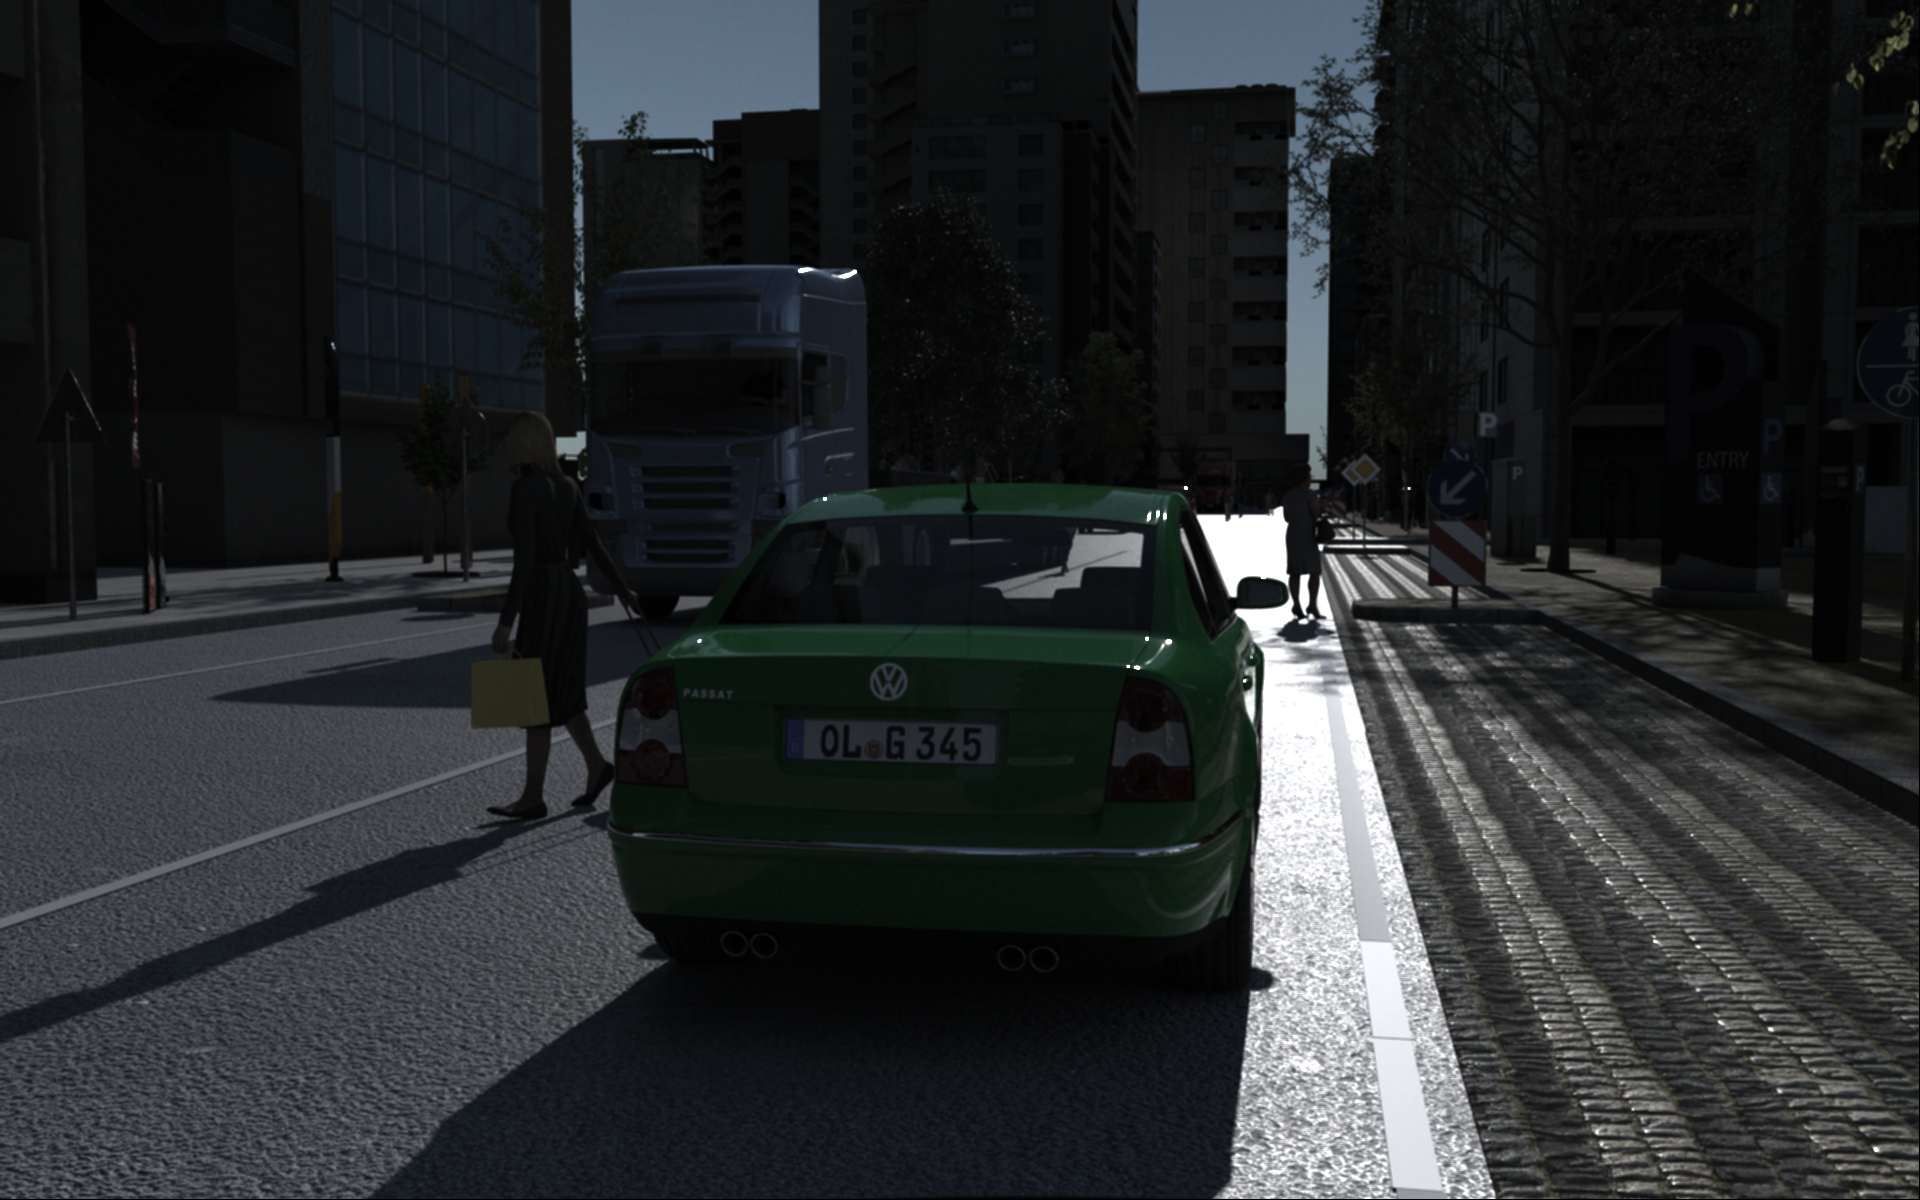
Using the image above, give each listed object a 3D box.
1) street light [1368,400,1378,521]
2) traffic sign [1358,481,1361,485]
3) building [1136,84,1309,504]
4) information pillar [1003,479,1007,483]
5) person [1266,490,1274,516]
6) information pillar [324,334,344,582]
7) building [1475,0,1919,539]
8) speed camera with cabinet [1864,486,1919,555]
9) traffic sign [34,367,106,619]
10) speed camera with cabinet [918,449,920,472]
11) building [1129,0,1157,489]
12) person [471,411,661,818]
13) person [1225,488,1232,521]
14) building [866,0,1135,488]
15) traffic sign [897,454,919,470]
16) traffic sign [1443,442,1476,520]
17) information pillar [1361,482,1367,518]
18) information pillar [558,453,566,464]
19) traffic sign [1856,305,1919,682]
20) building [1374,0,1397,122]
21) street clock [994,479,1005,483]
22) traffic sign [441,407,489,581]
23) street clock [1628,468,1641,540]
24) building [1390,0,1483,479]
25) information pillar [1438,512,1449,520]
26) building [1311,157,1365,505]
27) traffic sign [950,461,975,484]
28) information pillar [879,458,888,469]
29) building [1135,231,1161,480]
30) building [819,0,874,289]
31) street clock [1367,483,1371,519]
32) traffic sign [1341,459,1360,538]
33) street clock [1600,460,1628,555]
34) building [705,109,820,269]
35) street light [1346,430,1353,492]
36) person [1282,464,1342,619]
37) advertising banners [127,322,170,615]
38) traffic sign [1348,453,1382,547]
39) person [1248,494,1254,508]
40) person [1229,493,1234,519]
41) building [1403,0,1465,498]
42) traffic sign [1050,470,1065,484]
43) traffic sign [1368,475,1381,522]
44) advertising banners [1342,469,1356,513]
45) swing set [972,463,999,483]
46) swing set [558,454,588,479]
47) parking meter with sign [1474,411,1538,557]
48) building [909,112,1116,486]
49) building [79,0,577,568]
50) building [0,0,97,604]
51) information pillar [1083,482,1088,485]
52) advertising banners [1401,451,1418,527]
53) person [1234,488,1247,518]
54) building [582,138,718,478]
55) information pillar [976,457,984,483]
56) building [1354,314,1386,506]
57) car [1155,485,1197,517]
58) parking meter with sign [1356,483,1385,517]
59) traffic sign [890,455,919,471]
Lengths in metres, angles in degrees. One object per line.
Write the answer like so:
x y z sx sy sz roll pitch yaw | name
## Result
19.984 -6.787 83.752 0.468 5.910 1.993 1 4 11 | street light
23.581 -6.176 100.983 0.884 2.594 0.081 1 4 15 | traffic sign
31.476 -38.872 224.800 27.495 52.752 28.713 1 4 11 | building
2.115 -4.952 85.458 0.304 2.012 0.304 2 4 31 | information pillar
19.991 -6.260 111.858 0.512 1.701 0.522 -1 4 -18 | person
-9.155 -2.076 25.297 0.183 3.616 0.504 -2 4 -33 | information pillar
28.614 -37.738 55.265 20.611 71.187 20.563 1 4 11 | building
19.427 -2.612 37.038 0.660 3.252 2.038 -3 4 -38 | speed camera with cabinet
-9.129 -1.086 17.753 0.884 2.594 0.081 1 4 16 | traffic sign
-1.757 -5.065 77.152 0.660 3.252 2.038 1 4 18 | speed camera with cabinet
9.238 -44.938 172.995 20.563 71.187 20.611 1 4 11 | building
-1.567 0.045 7.986 1.509 1.804 0.699 -3 4 -38 | person
14.172 -5.045 91.528 0.362 1.759 0.519 1 4 20 | person
3.688 -32.361 152.803 21.300 48.544 21.600 1 4 11 | building
-1.680 -3.360 55.050 0.768 2.556 0.104 1 4 11 | traffic sign
12.132 -2.569 42.108 0.768 2.556 0.104 1 4 13 | traffic sign
21.832 -5.448 93.574 0.304 2.012 0.304 1 4 9 | information pillar
-22.512 -6.520 97.963 0.504 3.616 0.183 1 4 8 | information pillar
6.497 -0.715 11.795 0.768 2.556 0.104 1 4 19 | traffic sign
47.091 -30.275 149.624 22.147 44.769 28.867 1 4 11 | building
1.864 -4.725 81.824 0.471 2.002 0.358 -2 4 -25 | street clock
-7.264 -1.547 25.394 0.768 2.556 0.104 1 4 15 | traffic sign
18.713 -2.662 48.098 0.358 2.002 0.471 1 4 9 | street clock
39.779 -29.293 129.053 14.600 45.320 14.200 1 4 11 | building
14.240 -2.844 50.990 0.304 2.012 0.304 1 4 20 | information pillar
58.799 -34.346 216.179 28.867 44.769 22.147 1 4 11 | building
0.072 -2.978 52.325 0.795 2.450 0.064 1 4 11 | traffic sign
-3.230 -4.986 72.874 0.183 3.616 0.504 -3 5 -44 | information pillar
15.106 -25.751 192.733 14.107 30.474 14.160 1 4 11 | building
-2.858 -46.057 191.279 20.611 71.187 20.563 1 4 11 | building
20.773 -5.092 87.829 0.358 2.002 0.471 1 4 11 | street clock
11.400 -2.842 50.106 0.795 2.450 0.064 1 4 11 | traffic sign
13.721 -1.950 36.451 0.471 2.002 0.358 1 4 16 | street clock
-20.086 -33.575 199.063 14.200 45.320 14.600 1 4 11 | building
27.648 -9.186 122.984 0.468 5.910 1.993 1 4 11 | street light
4.061 -0.675 19.887 0.532 1.782 0.716 -3 4 -36 | person
-8.785 -1.378 18.724 0.090 3.025 2.074 -1 4 -17 | advertising banners
9.873 -2.362 42.268 0.795 2.450 0.064 1 4 11 | traffic sign
29.955 -10.204 178.564 0.697 1.427 0.421 -2 4 -31 | person
15.549 -5.436 99.969 0.503 1.515 0.523 0 4 2 | person
39.111 -29.694 105.102 23.786 49.044 30.456 1 4 11 | building
5.130 -5.583 91.392 0.768 2.556 0.104 1 4 15 | traffic sign
19.154 -4.927 80.565 0.884 2.594 0.081 1 4 17 | traffic sign
26.897 -7.563 119.849 0.090 3.025 2.074 3 4 38 | advertising banners
1.354 -5.516 87.808 2.862 2.851 3.119 0 4 8 | swing set
-15.283 -4.408 69.692 2.862 2.851 3.119 1 4 16 | swing set
11.335 -2.421 35.844 0.543 3.016 1.738 -1 4 -15 | parking meter with sign
4.398 -22.224 135.062 14.160 30.474 14.107 1 4 11 | building
-17.874 -23.645 36.708 14.200 45.320 14.600 1 4 11 | building
-22.904 -23.702 11.233 21.300 48.544 21.600 1 4 11 | building
7.497 -6.075 103.825 0.304 2.012 0.304 0 4 5 | information pillar
17.913 -4.458 69.081 0.090 3.025 2.074 0 4 -2 | advertising banners
17.102 -5.913 105.533 0.721 1.781 0.623 3 5 45 | person
-34.584 -31.697 201.841 14.086 41.232 14.154 1 4 11 | building
0.972 -5.744 85.268 0.183 3.616 0.504 3 5 43 | information pillar
55.184 -20.373 178.132 27.650 21.520 28.899 1 4 11 | building
9.415 -4.176 76.948 2.281 1.827 5.304 1 4 11 | car
22.943 -6.142 96.685 1.738 3.016 0.543 3 4 39 | parking meter with sign
-1.455 -2.498 44.487 0.795 2.450 0.064 1 4 11 | traffic sign
